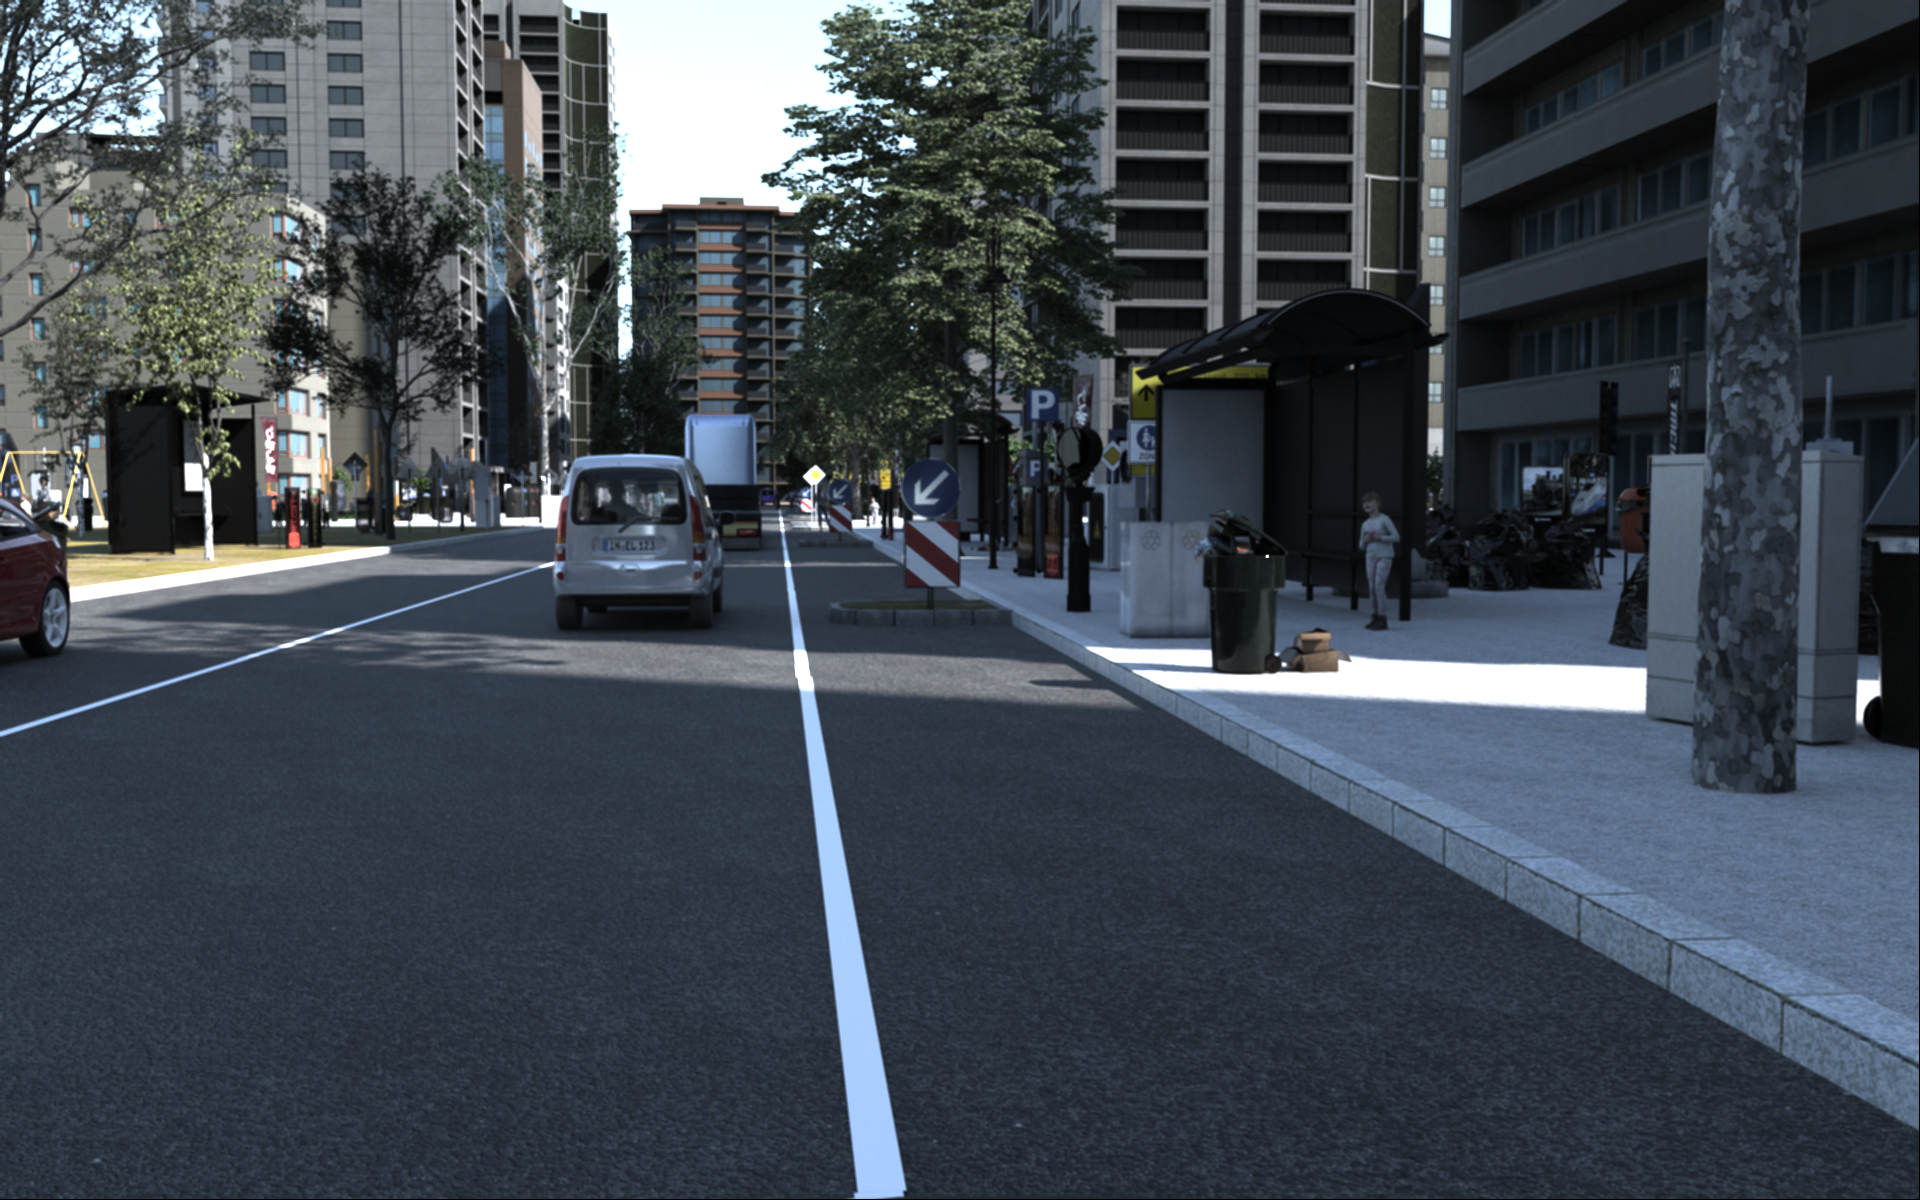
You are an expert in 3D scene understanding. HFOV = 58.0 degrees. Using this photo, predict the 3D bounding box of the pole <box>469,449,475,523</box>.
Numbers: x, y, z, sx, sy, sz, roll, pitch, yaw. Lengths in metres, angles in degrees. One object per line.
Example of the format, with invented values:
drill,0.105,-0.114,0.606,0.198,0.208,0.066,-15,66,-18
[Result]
pole,-21.842,-5.119,77.544,0.158,3.312,0.155,0,3,0

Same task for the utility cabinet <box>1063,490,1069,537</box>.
utility cabinet,2.972,-2.587,50.979,0.318,1.500,1.173,-1,4,-10

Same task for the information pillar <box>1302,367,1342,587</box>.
information pillar,5.025,-1.996,23.988,0.504,3.616,0.183,0,4,-7

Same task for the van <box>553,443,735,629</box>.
van,-3.598,-0.782,19.793,2.013,2.044,4.112,0,4,-6

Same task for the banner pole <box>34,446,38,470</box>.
banner pole,-48.038,-6.124,90.148,0.401,3.779,0.863,-1,4,-19

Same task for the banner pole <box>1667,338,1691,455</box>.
banner pole,11.622,-2.327,28.060,0.401,3.779,0.863,0,4,-2

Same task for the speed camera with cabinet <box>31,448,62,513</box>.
speed camera with cabinet,-39.185,-4.888,74.257,0.660,3.252,2.038,-1,4,-10

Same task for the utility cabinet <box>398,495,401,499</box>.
utility cabinet,-45.155,-7.912,140.514,0.306,1.237,1.020,1,4,13

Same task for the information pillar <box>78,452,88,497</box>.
information pillar,-46.814,-6.184,92.457,0.504,3.616,0.183,-2,4,-29

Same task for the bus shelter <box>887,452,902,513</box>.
bus shelter,-3.759,-7.967,107.886,2.179,5.291,8.768,0,4,-6

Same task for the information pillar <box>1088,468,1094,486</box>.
information pillar,4.968,-4.535,65.509,0.183,3.616,0.504,-1,4,-13

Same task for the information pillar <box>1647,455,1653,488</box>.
information pillar,13.193,-1.726,32.713,0.304,2.012,0.304,-1,4,-15

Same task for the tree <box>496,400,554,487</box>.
tree,-32.674,-11.080,131.513,4.360,8.622,3.978,0,3,0

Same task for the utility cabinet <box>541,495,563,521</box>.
utility cabinet,-19.197,-4.291,81.316,1.020,1.237,0.306,-2,4,-27

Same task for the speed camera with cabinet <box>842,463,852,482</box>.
speed camera with cabinet,-6.478,-6.953,108.023,2.038,3.252,0.660,-1,4,-18

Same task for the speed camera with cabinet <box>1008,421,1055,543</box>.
speed camera with cabinet,1.916,-3.194,46.556,0.660,3.252,2.038,2,4,26

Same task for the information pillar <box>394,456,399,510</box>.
information pillar,-34.755,-7.057,106.742,0.183,3.616,0.504,-3,4,-38

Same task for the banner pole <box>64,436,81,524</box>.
banner pole,-38.367,-5.200,75.030,0.401,3.779,0.863,2,4,27

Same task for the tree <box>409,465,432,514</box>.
tree,-35.307,-7.242,113.004,1.663,3.219,1.824,0,3,0

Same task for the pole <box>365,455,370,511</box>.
pole,-31.241,-5.967,91.400,0.158,3.312,0.155,0,3,0

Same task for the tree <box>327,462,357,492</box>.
tree,-37.091,-6.659,103.468,1.663,3.219,1.824,0,3,0

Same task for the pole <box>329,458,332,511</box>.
pole,-35.795,-6.394,98.387,0.158,3.312,0.155,0,3,0

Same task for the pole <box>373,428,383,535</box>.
pole,-18.122,-3.673,53.905,0.158,3.312,0.155,0,3,0

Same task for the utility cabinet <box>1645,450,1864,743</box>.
utility cabinet,4.261,-0.040,9.339,0.318,1.500,1.173,-1,4,-21

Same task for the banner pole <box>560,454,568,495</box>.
banner pole,-24.754,-7.231,108.237,0.401,3.779,0.863,2,4,25

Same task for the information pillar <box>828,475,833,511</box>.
information pillar,-9.794,-8.560,131.310,0.504,3.616,0.183,-2,4,-30

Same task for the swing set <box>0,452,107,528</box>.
swing set,-33.731,-4.070,64.164,3.119,2.851,2.862,0,4,5

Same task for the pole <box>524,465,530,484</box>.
pole,-29.961,-7.683,119.458,0.158,3.312,0.155,0,3,0

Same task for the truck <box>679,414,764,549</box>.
truck,-7.351,-3.847,52.659,2.967,4.110,18.799,0,4,-7

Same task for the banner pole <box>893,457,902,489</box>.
banner pole,-3.311,-6.552,97.140,0.863,3.779,0.401,0,4,6

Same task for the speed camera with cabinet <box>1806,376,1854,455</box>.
speed camera with cabinet,13.850,-2.129,29.142,2.038,3.252,0.660,1,4,21

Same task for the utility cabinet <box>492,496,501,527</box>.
utility cabinet,-18.247,-3.455,67.647,0.306,1.237,1.020,-2,4,-33

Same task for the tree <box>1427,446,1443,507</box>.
tree,19.171,-4.574,69.388,1.663,3.219,1.824,0,3,0

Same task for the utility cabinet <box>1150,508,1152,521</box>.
utility cabinet,6.411,-2.768,53.932,1.173,1.500,0.318,0,4,-1

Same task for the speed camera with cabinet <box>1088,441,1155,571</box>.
speed camera with cabinet,2.745,-2.105,28.746,0.660,3.252,2.038,-1,4,-17

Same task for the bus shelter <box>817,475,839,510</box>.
bus shelter,-10.287,-8.623,134.907,2.014,3.302,5.546,0,4,-6

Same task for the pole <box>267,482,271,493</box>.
pole,-36.537,-5.975,91.537,0.158,3.312,0.155,0,3,0

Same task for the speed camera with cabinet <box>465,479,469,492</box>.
speed camera with cabinet,-35.249,-7.954,124.383,0.660,3.252,2.038,-1,4,-12

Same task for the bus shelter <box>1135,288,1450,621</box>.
bus shelter,3.549,-1.583,19.808,2.014,3.302,5.546,0,4,-6

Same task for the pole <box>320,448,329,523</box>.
pole,-28.206,-5.069,76.719,0.158,3.312,0.155,0,3,0

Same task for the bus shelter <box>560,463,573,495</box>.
bus shelter,-25.519,-7.368,114.395,2.014,3.302,5.546,0,4,-6

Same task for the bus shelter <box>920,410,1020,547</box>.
bus shelter,0.154,-3.083,44.331,2.014,3.302,5.546,0,4,-6

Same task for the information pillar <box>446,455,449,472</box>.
information pillar,-30.808,-6.902,104.201,0.183,3.616,0.504,-1,4,-21

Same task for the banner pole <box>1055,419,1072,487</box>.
banner pole,3.522,-4.143,57.756,0.863,3.779,0.401,2,4,33

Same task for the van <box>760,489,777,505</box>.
van,-24.521,-13.275,221.435,2.240,2.365,5.245,0,4,-5

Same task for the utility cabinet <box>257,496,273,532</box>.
utility cabinet,-23.846,-2.904,58.643,1.020,1.237,0.306,0,4,-3

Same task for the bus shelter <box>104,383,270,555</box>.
bus shelter,-17.546,-2.961,39.696,1.731,3.624,6.357,0,4,-6

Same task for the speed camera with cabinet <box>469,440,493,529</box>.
speed camera with cabinet,-17.687,-4.271,64.174,0.660,3.252,2.038,-1,4,-13
